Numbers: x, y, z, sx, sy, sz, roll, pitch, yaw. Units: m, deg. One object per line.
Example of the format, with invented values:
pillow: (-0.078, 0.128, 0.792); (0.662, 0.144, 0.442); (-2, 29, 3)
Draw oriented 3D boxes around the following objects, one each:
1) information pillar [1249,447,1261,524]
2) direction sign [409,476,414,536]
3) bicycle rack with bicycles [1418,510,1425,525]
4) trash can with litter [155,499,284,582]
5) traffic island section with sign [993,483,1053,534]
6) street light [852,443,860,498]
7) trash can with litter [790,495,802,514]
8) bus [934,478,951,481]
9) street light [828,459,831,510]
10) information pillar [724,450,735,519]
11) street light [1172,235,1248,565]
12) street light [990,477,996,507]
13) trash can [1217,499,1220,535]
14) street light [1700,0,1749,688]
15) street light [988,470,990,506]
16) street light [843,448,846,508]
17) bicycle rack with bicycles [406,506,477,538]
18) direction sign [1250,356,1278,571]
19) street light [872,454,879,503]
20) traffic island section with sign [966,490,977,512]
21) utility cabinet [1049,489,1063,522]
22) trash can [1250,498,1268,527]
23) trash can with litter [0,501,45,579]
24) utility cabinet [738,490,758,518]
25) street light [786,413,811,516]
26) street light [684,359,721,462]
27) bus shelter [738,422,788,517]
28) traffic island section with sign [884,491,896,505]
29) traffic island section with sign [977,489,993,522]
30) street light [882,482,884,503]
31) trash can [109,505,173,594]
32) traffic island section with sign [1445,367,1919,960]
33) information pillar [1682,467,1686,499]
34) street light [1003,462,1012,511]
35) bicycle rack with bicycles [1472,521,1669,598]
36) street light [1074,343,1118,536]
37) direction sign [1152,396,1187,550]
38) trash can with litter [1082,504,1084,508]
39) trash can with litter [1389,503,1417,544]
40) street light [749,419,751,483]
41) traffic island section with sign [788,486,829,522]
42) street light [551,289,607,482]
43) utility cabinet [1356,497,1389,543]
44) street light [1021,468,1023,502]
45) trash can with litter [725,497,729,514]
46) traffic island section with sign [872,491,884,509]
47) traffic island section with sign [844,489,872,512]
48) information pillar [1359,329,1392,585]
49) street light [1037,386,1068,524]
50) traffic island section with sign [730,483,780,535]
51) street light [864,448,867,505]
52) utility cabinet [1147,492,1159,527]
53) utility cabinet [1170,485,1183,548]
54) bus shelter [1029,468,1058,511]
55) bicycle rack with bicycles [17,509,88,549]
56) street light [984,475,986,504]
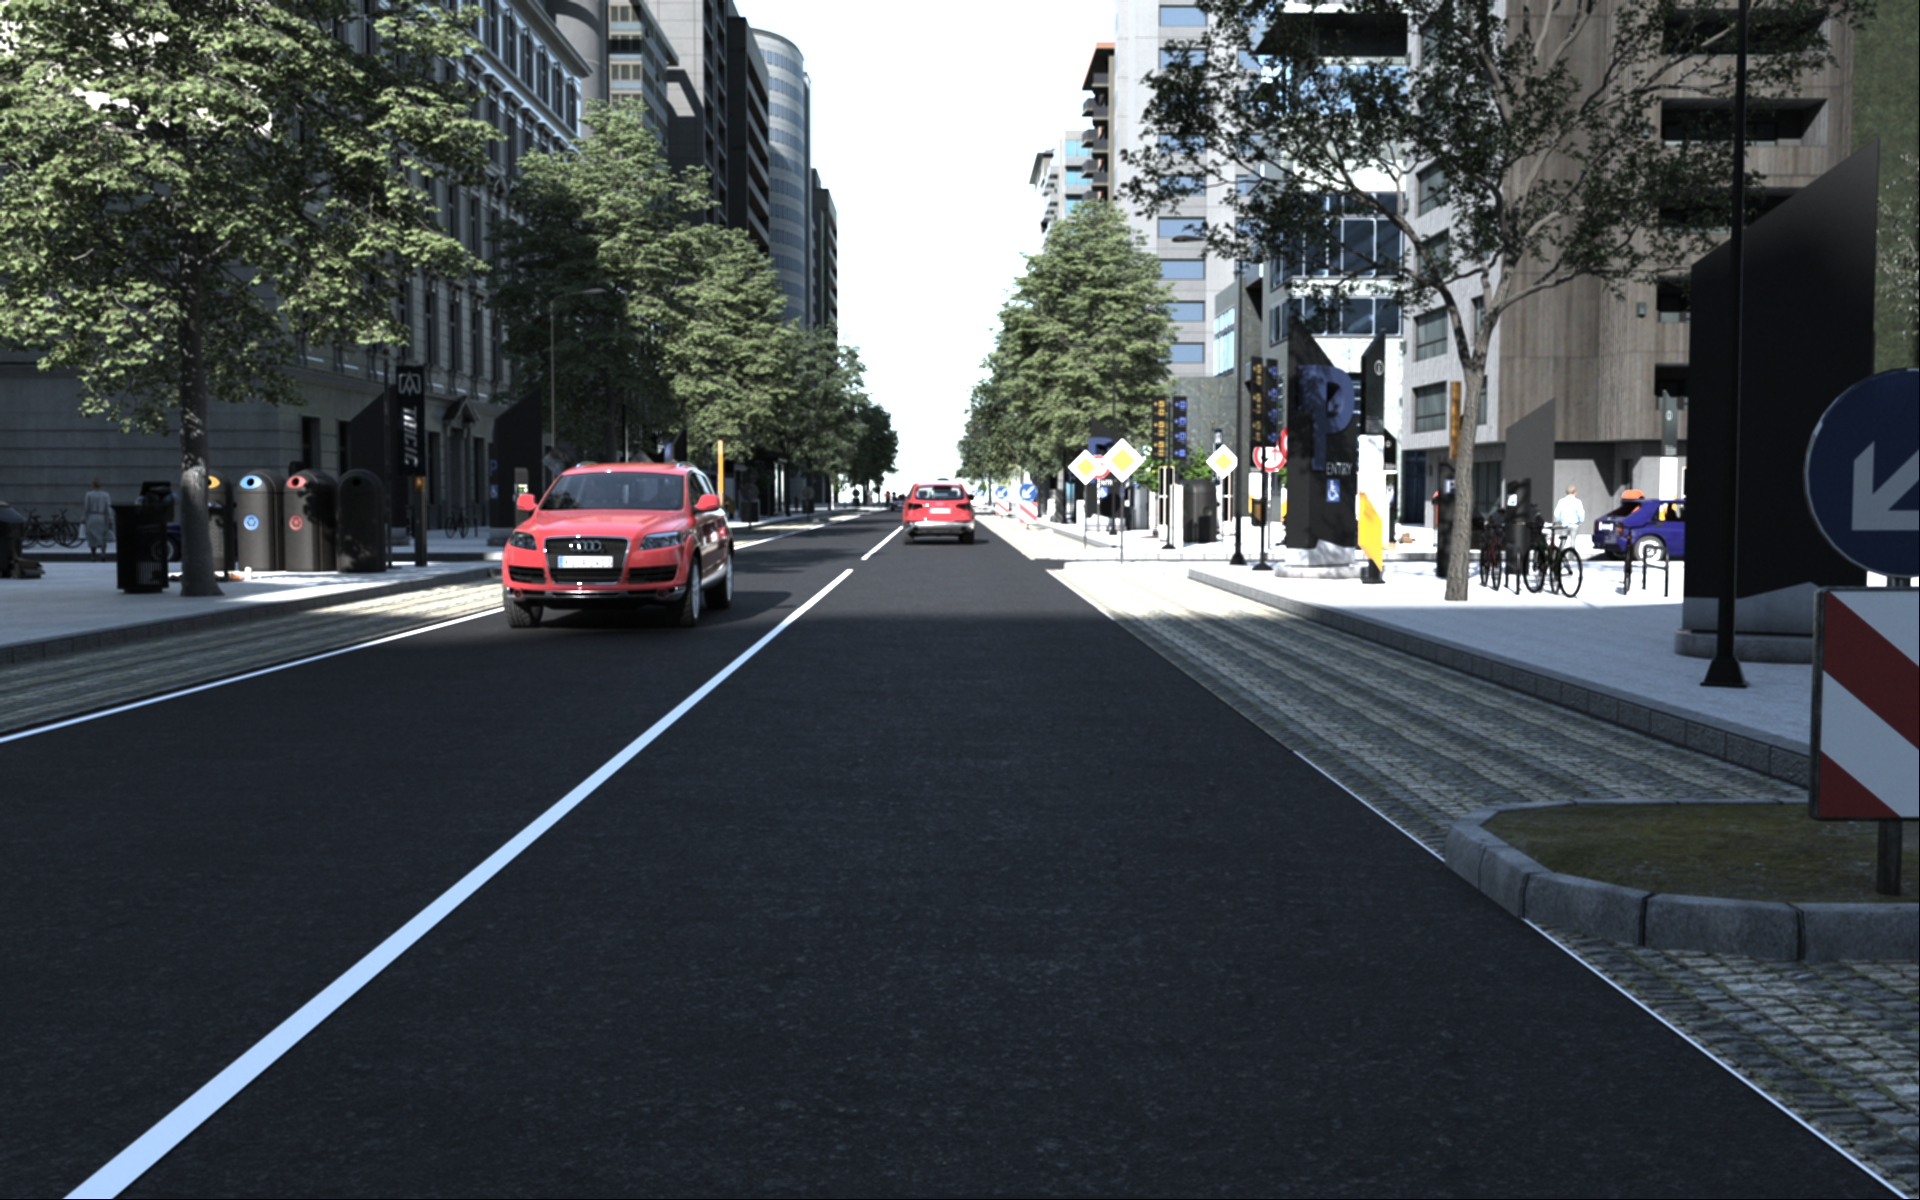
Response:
information pillar: (11.944, -4.804, 69.895); (0.504, 3.616, 0.183); (1, 4, 12)
direction sign: (-16.855, -3.760, 53.467); (0.876, 3.537, 0.379); (2, 4, 33)
bicycle rack with bicycles: (21.023, -3.632, 72.763); (2.925, 0.926, 2.852); (2, 4, 31)
trash can with litter: (-11.384, -0.901, 25.782); (2.233, 1.210, 1.678); (1, 4, 19)
traffic island section with sign: (2.295, -3.276, 62.195); (1.989, 1.847, 2.006); (0, 4, -1)
street light: (-9.827, -11.212, 155.859); (1.470, 5.913, 1.316); (0, 4, -1)
trash can with litter: (-10.528, -6.242, 113.113); (1.678, 1.210, 2.233); (0, 3, 0)
bus: (-2.571, -16.354, 258.933); (2.896, 3.916, 12.252); (0, 4, 0)
street light: (-9.472, -8.774, 115.989); (1.470, 5.913, 1.316); (0, 4, -1)
information pillar: (-11.708, -5.904, 87.891); (0.504, 3.616, 0.183); (0, 4, -3)
street light: (4.495, -3.588, 31.203); (1.470, 5.913, 1.316); (0, 4, -1)
street light: (3.238, -9.665, 130.566); (1.470, 5.913, 1.316); (0, 4, -1)
trash can: (8.238, -2.639, 54.798); (0.748, 1.137, 0.748); (0, 3, 0)
street light: (4.591, -2.379, 11.445); (1.470, 5.913, 1.316); (0, 4, -1)
street light: (3.238, -10.885, 150.513); (1.470, 5.913, 1.316); (0, 4, -1)
street light: (-9.728, -10.004, 136.101); (1.470, 5.913, 1.316); (0, 4, -1)
bicycle rack with bicycles: (-15.427, -2.282, 50.699); (2.852, 0.926, 2.925); (0, 4, -2)
direction sign: (5.065, -2.258, 28.919); (0.379, 3.537, 0.876); (3, 4, 38)
street light: (-10.325, -13.828, 198.635); (1.470, 5.913, 1.316); (0, 4, -1)
traffic island section with sign: (1.507, -7.975, 139.013); (1.989, 1.847, 2.006); (0, 4, -1)
utility cabinet: (4.403, -4.248, 78.140); (0.318, 1.500, 1.173); (2, 4, 28)
trash can: (11.704, -3.436, 67.825); (0.748, 1.137, 0.748); (0, 3, 0)
trash can with litter: (-14.412, -0.923, 26.473); (1.055, 1.170, 0.624); (2, 4, 27)
utility cabinet: (-11.321, -5.131, 92.574); (1.173, 1.500, 0.318); (3, 4, 36)
street light: (-9.307, -7.757, 99.363); (1.470, 5.913, 1.316); (0, 4, -1)
street light: (-8.932, -5.332, 59.712); (1.470, 5.913, 1.316); (0, 4, -1)
bus shelter: (-11.330, -7.429, 99.089); (2.179, 5.291, 8.768); (0, 4, -1)
traffic island section with sign: (-9.117, -13.038, 221.797); (1.989, 1.847, 2.006); (0, 4, -1)
traffic island section with sign: (2.024, -4.925, 89.148); (1.989, 1.847, 2.006); (0, 4, -1)
street light: (-10.520, -15.037, 218.391); (1.470, 5.913, 1.316); (0, 4, -1)
trash can: (-10.612, -0.662, 22.472); (0.748, 1.137, 0.748); (0, 3, 0)
traffic island section with sign: (2.873, 0.147, 6.232); (1.989, 1.847, 2.006); (0, 4, -1)
information pillar: (19.998, -2.628, 47.452); (0.304, 2.012, 0.304); (-3, 4, -37)
street light: (3.545, -8.618, 113.445); (1.470, 5.913, 1.316); (0, 4, -1)
bicycle rack with bicycles: (7.953, -0.553, 22.425); (2.852, 0.926, 2.925); (1, 4, 14)
street light: (4.213, -4.955, 53.548); (1.470, 5.913, 1.316); (0, 4, -1)
direction sign: (4.826, -2.937, 40.016); (0.876, 3.537, 0.379); (-1, 4, -20)
trash can with litter: (5.010, -3.161, 63.068); (1.055, 1.170, 0.624); (-1, 4, -13)
trash can with litter: (11.184, -2.032, 44.605); (1.055, 1.170, 0.624); (0, 4, -6)
street light: (-9.139, -6.548, 79.606); (1.470, 5.913, 1.316); (0, 4, -1)
traffic island section with sign: (-7.744, -4.911, 88.917); (1.989, 1.847, 2.006); (0, 4, -1)
street light: (-8.694, -4.088, 39.381); (1.470, 5.913, 1.316); (0, 4, -1)
utility cabinet: (9.767, -1.859, 41.554); (1.020, 1.237, 0.306); (1, 4, 14)
street light: (3.730, -7.371, 93.061); (1.470, 5.913, 1.316); (0, 4, -1)
trash can with litter: (-11.027, -4.101, 78.442); (1.055, 1.170, 0.624); (-2, 4, -28)
traffic island section with sign: (-8.535, -9.606, 165.693); (1.989, 1.847, 2.006); (0, 4, -1)
traffic island section with sign: (-8.254, -7.958, 138.740); (1.989, 1.847, 2.006); (0, 4, -1)
information pillar: (5.840, -2.029, 24.532); (0.504, 3.616, 0.183); (-3, 5, -43)
street light: (3.894, -6.163, 73.304); (1.470, 5.913, 1.316); (0, 4, -1)
traffic island section with sign: (-7.470, -3.249, 61.742); (1.989, 1.847, 2.006); (0, 4, -1)
street light: (-10.059, -12.443, 175.979); (1.470, 5.913, 1.316); (0, 4, -1)
utility cabinet: (7.142, -3.597, 67.487); (1.173, 1.500, 0.318); (3, 4, 36)
utility cabinet: (5.166, -2.005, 41.459); (0.318, 1.500, 1.173); (0, 4, 5)
bus shelter: (5.357, -7.186, 111.417); (2.014, 3.302, 5.546); (0, 4, 0)
bicycle rack with bicycles: (-22.050, -1.701, 41.186); (2.852, 0.926, 2.925); (3, 5, 41)
street light: (2.889, -12.093, 170.268); (1.470, 5.913, 1.316); (0, 4, -1)
